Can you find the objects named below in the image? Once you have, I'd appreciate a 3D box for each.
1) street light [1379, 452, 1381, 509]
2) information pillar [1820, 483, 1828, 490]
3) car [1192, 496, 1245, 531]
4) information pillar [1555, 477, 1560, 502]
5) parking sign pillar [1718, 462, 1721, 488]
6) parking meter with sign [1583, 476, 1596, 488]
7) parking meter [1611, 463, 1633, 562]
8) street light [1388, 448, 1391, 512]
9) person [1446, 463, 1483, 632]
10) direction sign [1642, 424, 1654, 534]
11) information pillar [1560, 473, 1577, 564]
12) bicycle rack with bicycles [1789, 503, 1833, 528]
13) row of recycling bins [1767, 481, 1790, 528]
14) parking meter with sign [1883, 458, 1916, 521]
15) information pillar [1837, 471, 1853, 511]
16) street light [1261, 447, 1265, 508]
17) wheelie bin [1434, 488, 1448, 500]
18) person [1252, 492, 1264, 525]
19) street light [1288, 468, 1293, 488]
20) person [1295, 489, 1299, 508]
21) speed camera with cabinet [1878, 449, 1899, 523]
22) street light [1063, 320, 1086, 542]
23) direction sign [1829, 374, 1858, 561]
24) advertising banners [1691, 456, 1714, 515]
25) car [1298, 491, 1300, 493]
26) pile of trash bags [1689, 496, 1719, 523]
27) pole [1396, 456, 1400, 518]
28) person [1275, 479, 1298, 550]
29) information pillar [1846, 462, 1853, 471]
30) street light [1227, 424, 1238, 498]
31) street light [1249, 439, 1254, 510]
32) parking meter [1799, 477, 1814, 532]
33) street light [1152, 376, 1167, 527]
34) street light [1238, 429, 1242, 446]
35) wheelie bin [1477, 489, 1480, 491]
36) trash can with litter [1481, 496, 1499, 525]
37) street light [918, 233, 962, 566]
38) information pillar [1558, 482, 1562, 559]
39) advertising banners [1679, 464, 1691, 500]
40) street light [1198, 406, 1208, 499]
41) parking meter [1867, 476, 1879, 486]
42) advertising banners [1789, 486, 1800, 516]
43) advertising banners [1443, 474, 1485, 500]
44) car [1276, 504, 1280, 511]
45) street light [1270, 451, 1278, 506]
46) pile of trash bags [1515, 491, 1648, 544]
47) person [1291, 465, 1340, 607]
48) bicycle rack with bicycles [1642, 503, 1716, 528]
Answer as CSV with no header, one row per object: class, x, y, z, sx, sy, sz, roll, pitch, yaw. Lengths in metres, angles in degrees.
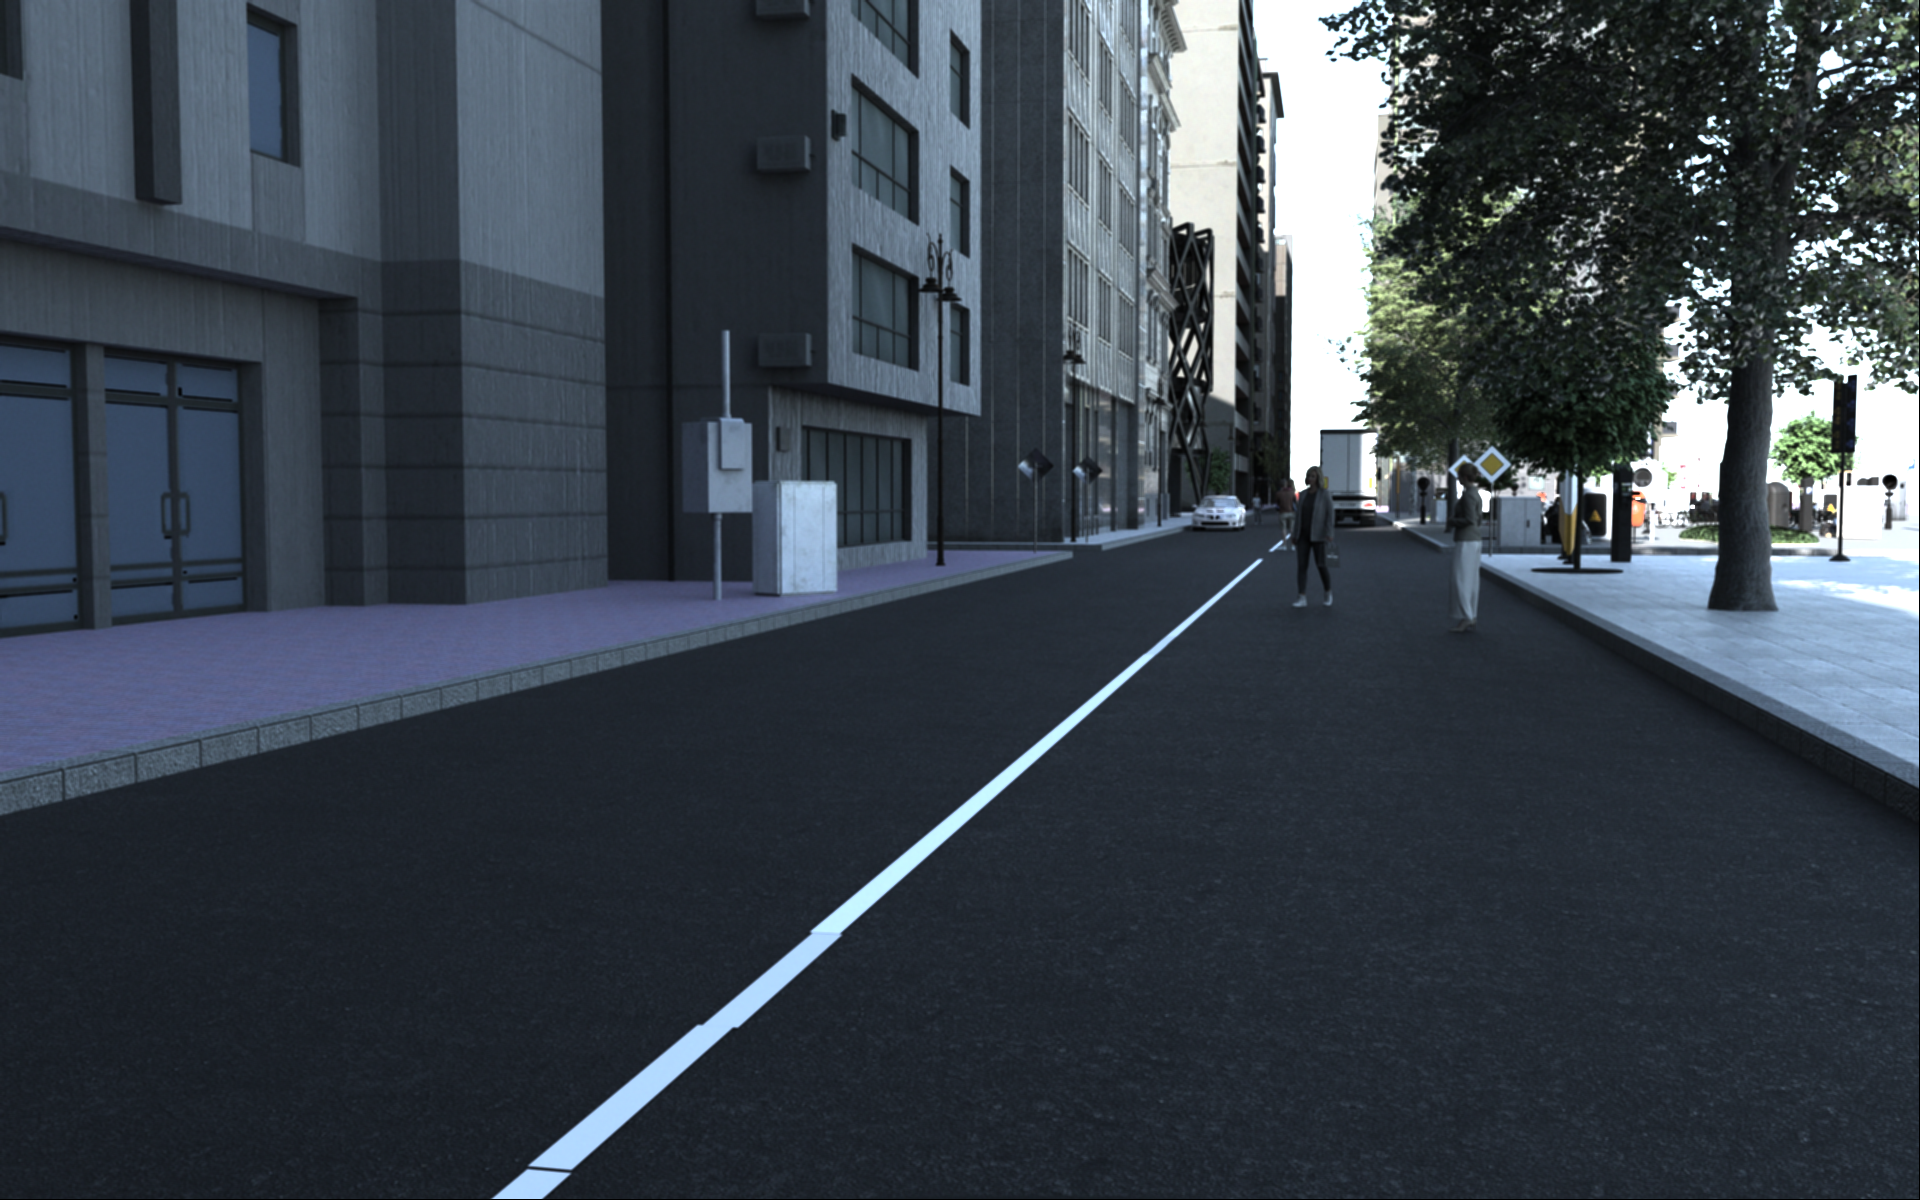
street light,35.277,-10.552,145.313,0.468,5.910,1.993,1,4,12
information pillar,55.486,-6.531,111.274,0.304,2.012,0.304,-2,4,-28
car,10.290,-3.445,68.693,2.083,1.381,4.827,1,4,13
information pillar,25.735,-4.269,74.290,0.304,2.012,0.304,3,5,44
parking sign pillar,44.838,-6.865,100.709,1.447,3.967,1.447,-3,5,-41
parking meter with sign,27.187,-4.825,75.153,1.738,3.016,0.543,2,4,31
parking meter,12.493,-1.650,32.683,0.255,1.863,0.399,0,4,-3
street light,30.568,-9.198,123.176,0.468,5.910,1.993,1,4,12
person,5.279,-0.558,18.165,0.362,1.759,0.519,2,4,29
direction sign,22.312,-3.919,56.079,0.379,3.537,0.876,1,4,8
information pillar,11.261,-2.468,31.712,0.183,3.616,0.504,3,5,40
bicycle rack with bicycles,35.135,-3.601,72.263,2.852,0.926,2.925,1,4,22
row of recycling bins,26.310,-3.057,57.099,1.069,1.692,3.534,0,4,5
parking meter with sign,45.535,-5.369,84.048,1.738,3.016,0.543,-2,4,-29
information pillar,28.442,-3.131,55.685,0.304,2.012,0.304,-1,4,-15
street light,28.907,-11.772,165.262,0.468,5.910,1.993,1,4,12
wheelie bin,24.950,-4.998,89.627,0.980,1.594,0.693,2,4,34
person,14.009,-4.302,81.429,0.503,1.515,0.523,-3,4,-36
street light,51.745,-18.146,269.469,0.468,5.910,1.993,1,4,12
person,27.314,-8.057,140.169,1.348,1.831,0.705,1,4,19
speed camera with cabinet,40.373,-5.009,76.231,2.038,3.252,0.660,-2,4,-25
street light,3.031,-4.484,46.108,0.468,5.910,1.993,1,4,12
direction sign,16.854,-2.512,33.072,0.379,3.537,0.876,0,4,1
advertising banners,34.980,-5.210,81.372,0.090,3.025,2.074,3,5,45
car,40.305,-11.852,202.447,2.281,1.827,5.304,1,4,11
pile of trash bags,37.960,-4.705,86.672,3.447,1.369,1.912,2,4,23
pole,23.350,-6.024,92.343,0.158,3.312,0.155,0,3,0
person,8.409,-2.196,44.384,0.573,1.828,0.580,3,5,42
information pillar,41.498,-5.484,81.019,0.504,3.616,0.183,0,4,5
street light,17.610,-8.556,112.677,0.468,5.910,1.993,1,4,12
street light,24.041,-10.399,142.803,0.468,5.910,1.993,1,4,12
parking meter,28.552,-3.226,58.450,0.399,1.863,0.255,-1,4,-9
street light,7.879,-5.840,68.275,0.468,5.910,1.993,1,4,12
street light,19.296,-9.033,120.479,0.468,5.910,1.993,1,4,12
wheelie bin,33.972,-6.521,114.521,0.980,1.594,0.693,0,4,6
trash can with litter,21.777,-3.716,71.822,2.233,1.210,1.678,1,4,12
street light,-0.349,-3.555,30.913,0.468,5.910,1.993,1,4,12
information pillar,11.880,-2.608,33.990,0.183,3.616,0.504,0,4,6
advertising banners,42.914,-6.428,101.283,2.074,3.025,0.090,-1,4,-12
street light,12.698,-7.205,90.584,0.468,5.910,1.993,1,4,12
parking meter,29.868,-3.118,56.698,0.255,1.863,0.399,0,4,5
advertising banners,40.496,-5.416,84.732,0.090,3.025,2.074,-2,4,-32
advertising banners,22.182,-4.872,75.848,2.074,3.025,0.090,0,4,-2
car,28.037,-8.492,148.436,1.945,1.707,3.694,1,4,14
street light,33.779,-13.124,187.364,0.468,5.910,1.993,1,4,12
pile of trash bags,15.961,-2.147,44.859,3.447,1.369,1.912,2,4,24
person,4.578,-0.819,22.066,0.709,1.800,0.728,3,5,43
bicycle rack with bicycles,27.488,-3.217,65.981,2.852,0.926,2.925,-2,4,-27
